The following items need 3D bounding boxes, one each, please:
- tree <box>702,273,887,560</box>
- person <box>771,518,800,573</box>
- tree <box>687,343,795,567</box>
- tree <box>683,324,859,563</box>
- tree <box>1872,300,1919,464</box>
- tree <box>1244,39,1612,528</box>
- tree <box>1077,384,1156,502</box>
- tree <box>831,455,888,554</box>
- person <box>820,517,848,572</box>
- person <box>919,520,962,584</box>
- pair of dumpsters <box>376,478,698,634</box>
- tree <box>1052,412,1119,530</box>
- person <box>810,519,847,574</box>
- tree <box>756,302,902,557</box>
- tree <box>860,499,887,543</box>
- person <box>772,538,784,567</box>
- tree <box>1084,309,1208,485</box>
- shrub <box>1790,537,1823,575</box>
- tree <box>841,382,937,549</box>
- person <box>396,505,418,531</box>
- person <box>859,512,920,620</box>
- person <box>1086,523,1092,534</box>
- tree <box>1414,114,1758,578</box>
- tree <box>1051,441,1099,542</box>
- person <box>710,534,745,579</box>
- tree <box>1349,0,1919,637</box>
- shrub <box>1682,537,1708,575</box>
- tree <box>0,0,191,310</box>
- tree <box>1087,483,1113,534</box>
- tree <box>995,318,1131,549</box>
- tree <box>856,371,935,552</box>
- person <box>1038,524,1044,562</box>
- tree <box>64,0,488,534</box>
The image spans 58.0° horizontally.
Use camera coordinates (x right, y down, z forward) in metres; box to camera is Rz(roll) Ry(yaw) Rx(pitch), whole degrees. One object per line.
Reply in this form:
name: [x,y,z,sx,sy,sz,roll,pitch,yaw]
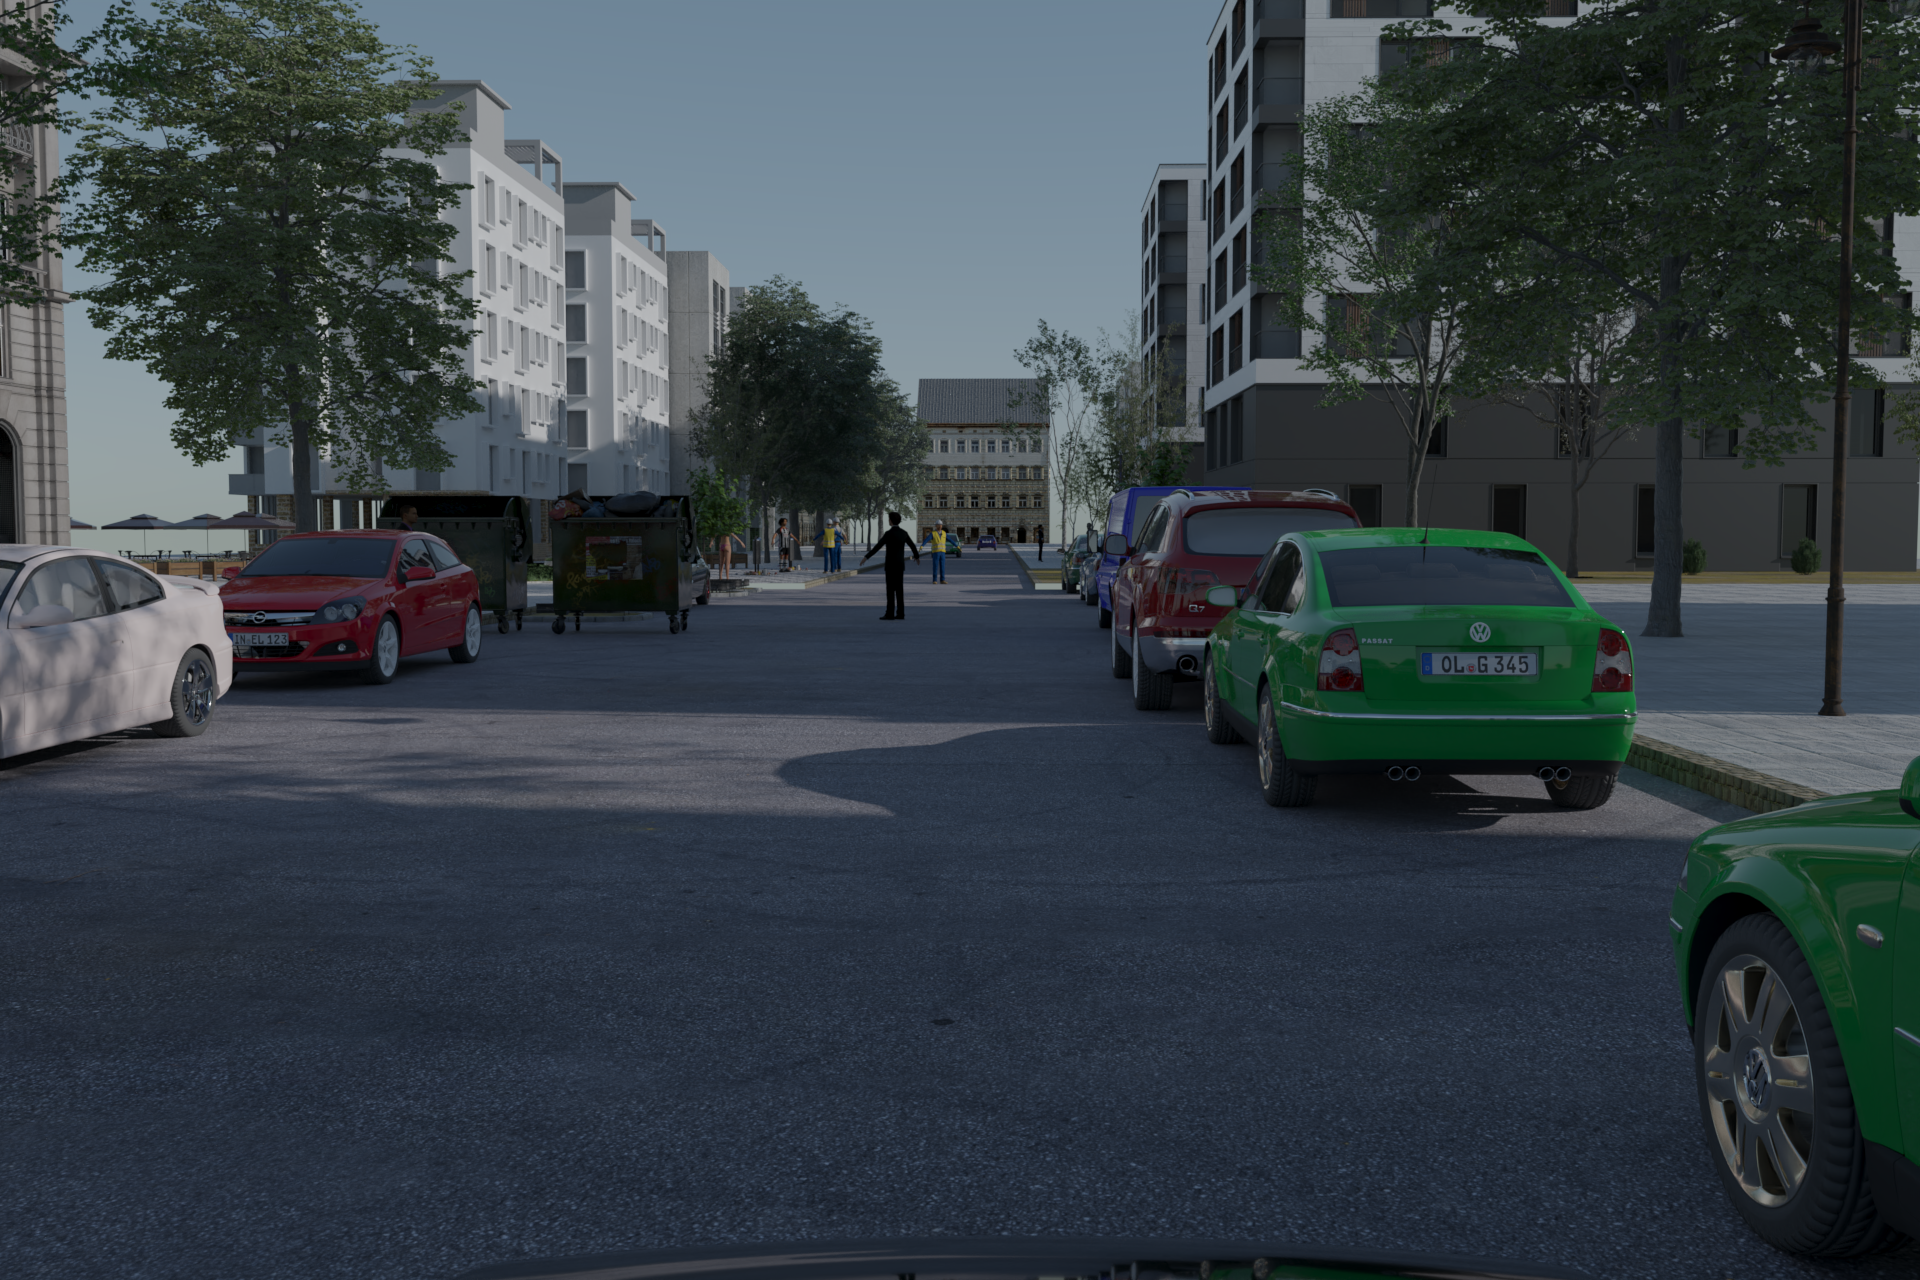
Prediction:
tree: [-8.094,-10.890,84.714,9.857,13.997,8.962,0,3,0]
person: [-5.875,-3.166,57.906,0.704,1.843,1.345,3,4,38]
tree: [-8.803,-7.132,66.965,4.360,8.622,3.978,0,3,0]
tree: [-8.400,-8.670,76.175,8.767,10.594,7.601,1,4,8]
tree: [28.085,-6.044,49.189,4.737,8.622,4.395,0,3,0]
tree: [9.858,-6.803,36.990,9.928,11.665,9.643,0,3,0]
tree: [7.828,-8.208,84.568,4.737,8.622,4.395,0,3,0]
tree: [-6.755,-9.853,111.461,4.737,8.622,4.395,0,3,0]
person: [-4.215,-3.232,58.704,0.705,1.847,1.347,3,4,37]
person: [-0.595,-2.515,49.546,1.349,1.833,0.705,-2,4,-25]
pair of dumpsters: [-6.113,-1.236,25.154,4.436,2.255,1.574,0,4,1]
tree: [8.120,-9.392,103.914,4.360,8.622,3.978,0,3,0]
person: [-4.275,-3.050,56.335,1.216,1.772,0.721,-1,4,-16]
tree: [-7.915,-11.613,96.533,9.857,13.997,8.962,0,3,0]
tree: [-13.844,-19.368,242.426,9.928,11.665,9.643,0,3,0]
person: [-7.103,-3.614,68.350,0.599,1.433,0.991,2,4,30]
tree: [6.168,-6.494,56.539,4.360,8.622,3.978,0,3,0]
shrub: [26.529,-2.642,54.306,1.383,1.207,1.383,0,3,0]
tree: [-6.739,-14.534,144.284,9.857,13.997,8.962,0,3,0]
person: [-7.009,-0.821,22.106,0.704,1.802,1.346,0,4,-3]
person: [-1.115,-1.242,28.950,0.705,1.806,1.347,3,5,44]
person: [5.961,-4.539,80.334,0.705,1.813,1.348,2,4,23]
tree: [18.014,-8.549,50.148,12.009,13.543,11.850,0,3,0]
tree: [8.547,-11.108,131.977,4.360,8.622,3.978,0,3,0]
person: [-6.276,-2.432,46.564,1.217,1.733,0.721,2,4,33]
tree: [8.864,-6.339,21.771,7.486,12.596,7.792,0,3,0]
shrub: [22.837,-2.626,54.046,1.383,1.207,1.383,0,3,0]
tree: [-11.832,-5.638,17.943,9.928,11.665,9.643,0,3,0]
tree: [19.638,-17.694,239.656,4.737,8.622,4.395,0,3,0]
tree: [9.085,-18.051,151.028,12.611,20.169,13.585,0,3,0]
tree: [-6.540,-13.231,126.691,12.009,13.543,11.850,0,3,0]
person: [3.809,-4.489,80.115,0.721,1.740,1.216,0,4,1]
tree: [-12.864,-6.993,32.455,7.486,12.596,7.792,0,3,0]
